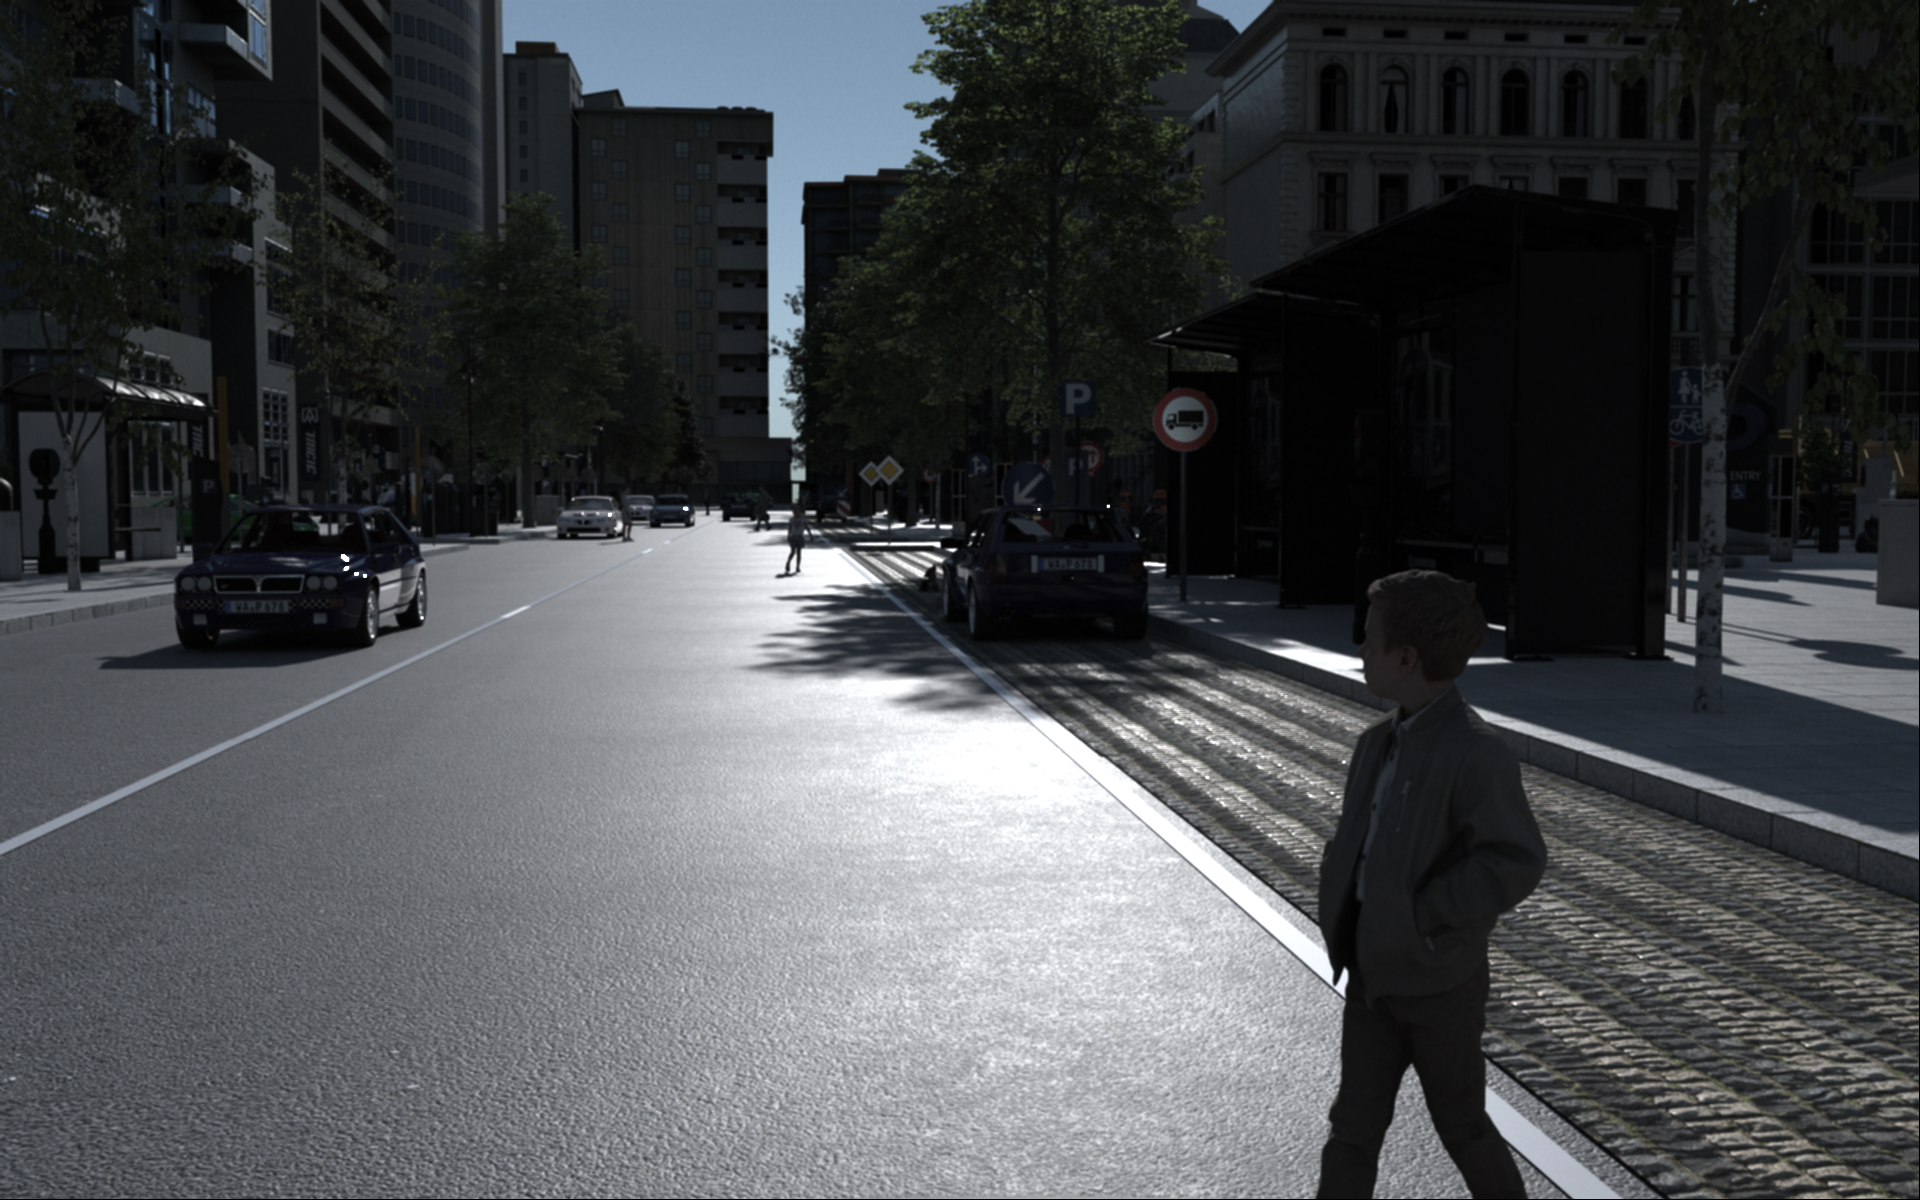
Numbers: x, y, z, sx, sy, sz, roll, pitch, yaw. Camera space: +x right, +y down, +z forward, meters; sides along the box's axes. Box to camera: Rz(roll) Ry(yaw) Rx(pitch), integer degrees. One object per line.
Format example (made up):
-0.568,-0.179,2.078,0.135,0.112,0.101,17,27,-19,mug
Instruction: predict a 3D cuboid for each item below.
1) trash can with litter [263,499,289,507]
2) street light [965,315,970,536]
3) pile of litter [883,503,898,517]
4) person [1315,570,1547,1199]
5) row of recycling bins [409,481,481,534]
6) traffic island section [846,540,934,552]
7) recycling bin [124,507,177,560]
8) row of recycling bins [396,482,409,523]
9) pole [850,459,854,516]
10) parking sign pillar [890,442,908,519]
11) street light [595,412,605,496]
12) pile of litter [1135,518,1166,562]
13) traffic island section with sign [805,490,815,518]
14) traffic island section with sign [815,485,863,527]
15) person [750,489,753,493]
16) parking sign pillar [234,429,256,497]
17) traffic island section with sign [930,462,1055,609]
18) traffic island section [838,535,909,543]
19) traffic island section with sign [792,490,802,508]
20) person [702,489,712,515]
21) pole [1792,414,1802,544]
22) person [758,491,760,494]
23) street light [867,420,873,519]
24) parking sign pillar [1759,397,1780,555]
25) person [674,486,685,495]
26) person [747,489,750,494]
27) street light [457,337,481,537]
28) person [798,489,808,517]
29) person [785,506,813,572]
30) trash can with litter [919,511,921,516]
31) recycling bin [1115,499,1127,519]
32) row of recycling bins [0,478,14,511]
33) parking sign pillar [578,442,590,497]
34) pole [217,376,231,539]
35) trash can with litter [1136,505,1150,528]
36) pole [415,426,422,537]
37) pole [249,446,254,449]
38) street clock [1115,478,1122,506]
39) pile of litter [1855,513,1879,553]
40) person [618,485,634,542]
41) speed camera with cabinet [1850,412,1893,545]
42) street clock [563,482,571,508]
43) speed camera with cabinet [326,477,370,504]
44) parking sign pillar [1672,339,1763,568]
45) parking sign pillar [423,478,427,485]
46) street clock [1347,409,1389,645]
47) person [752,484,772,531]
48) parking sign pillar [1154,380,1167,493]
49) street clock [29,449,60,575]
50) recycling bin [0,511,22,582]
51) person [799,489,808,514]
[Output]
-14.477,-1.541,36.586,0.624,1.170,1.055,0,4,-5,trash can with litter
0.180,-4.343,43.799,0.468,5.910,1.993,0,4,-6,street light
-3.626,-4.933,94.620,1.176,0.858,1.719,0,4,-2,pile of litter
0.800,0.599,2.975,0.640,1.303,0.475,-2,4,-35,person
-16.623,-3.043,56.860,1.069,1.692,3.534,1,4,11,row of recycling bins
-1.785,-1.348,44.326,2.009,0.180,2.903,0,4,-6,traffic island section
-16.011,-1.327,34.247,0.722,1.027,0.722,2,4,34,recycling bin
-20.328,-3.365,62.130,1.069,1.692,3.534,-2,4,-26,row of recycling bins
-6.345,-6.615,101.994,0.158,3.312,0.155,0,3,0,pole
-2.873,-6.162,89.225,1.447,3.967,1.447,0,4,-2,parking sign pillar
-18.533,-7.132,89.398,0.468,5.910,1.993,0,4,-6,street light
3.966,-1.161,32.952,1.719,0.858,1.176,1,4,18,pile of litter
-8.289,-5.832,103.987,1.989,1.847,2.006,0,4,-6,traffic island section with sign
-5.302,-4.165,76.720,1.989,1.847,2.006,0,4,-6,traffic island section with sign
-14.186,-6.678,118.025,0.374,1.781,0.599,1,4,13,person
-29.673,-5.107,71.978,1.447,3.967,1.447,0,4,-4,parking sign pillar
0.651,-0.817,21.987,1.989,1.847,2.006,0,4,-6,traffic island section with sign
-2.649,-1.834,52.264,2.009,0.180,2.903,0,4,-6,traffic island section
-13.659,-8.856,153.424,1.989,1.847,2.006,0,4,-6,traffic island section with sign
-17.003,-6.562,116.190,0.661,1.777,0.834,1,4,17,person
21.365,-3.085,44.278,0.158,3.312,0.155,0,3,0,pole
-18.611,-9.274,160.794,0.551,1.740,0.621,3,5,42,person
-4.490,-7.013,87.444,0.468,5.910,1.993,0,4,-6,street light
16.723,-2.964,36.935,1.447,3.967,1.447,-2,4,-34,parking sign pillar
-14.026,-4.765,86.514,0.694,1.812,0.767,-1,4,-23,person
-13.675,-6.341,112.408,0.478,1.798,0.641,1,4,11,person
-14.447,-4.790,51.101,0.468,5.910,1.993,0,4,-6,street light
-8.232,-4.970,90.602,0.563,1.720,0.643,-3,4,-36,person
-2.959,-1.122,31.856,0.505,1.210,0.382,0,4,-7,person
-2.103,-6.342,114.745,2.233,1.210,1.678,-1,4,-18,trash can with litter
8.331,-4.793,90.924,0.722,1.027,0.722,-1,4,-11,recycling bin
-22.175,-2.052,40.661,3.534,1.692,1.069,0,4,-5,row of recycling bins
-18.123,-5.814,83.536,1.447,3.967,1.447,0,4,-7,parking sign pillar
-12.793,-2.219,30.117,0.158,3.312,0.155,0,3,0,pole
6.948,-3.140,62.721,1.055,1.170,0.624,-2,4,-27,trash can with litter
-16.236,-3.552,51.919,0.158,3.312,0.155,0,3,0,pole
-30.300,-4.912,74.152,0.158,3.312,0.155,0,3,0,pole
7.178,-4.515,78.389,0.358,2.002,0.471,-1,4,-8,street clock
20.358,-1.471,38.021,1.719,0.858,1.176,-2,4,-29,pile of litter
-10.055,-2.607,52.121,0.522,1.701,0.512,-1,4,-15,person
22.436,-2.956,42.660,0.660,3.252,2.038,1,4,19,speed camera with cabinet
-17.743,-4.509,78.298,0.358,2.002,0.471,-2,4,-33,street clock
-30.613,-5.647,86.657,2.038,3.252,0.660,-2,4,-30,speed camera with cabinet
13.101,-2.575,30.571,1.447,3.967,1.447,3,5,40,parking sign pillar
-38.018,-8.233,123.081,1.447,3.967,1.447,0,4,4,parking sign pillar
3.474,-0.624,14.765,0.358,2.002,0.471,0,4,2,street clock
-7.752,-3.617,67.735,0.767,1.812,0.694,1,4,8,person
5.004,-3.253,41.663,1.447,3.967,1.447,1,4,18,parking sign pillar
-14.591,-1.412,27.652,0.358,2.002,0.471,0,4,5,street clock
-14.374,-0.793,25.517,0.722,1.027,0.722,2,4,30,recycling bin
-11.352,-7.158,125.553,0.660,1.820,0.620,-1,4,-13,person
